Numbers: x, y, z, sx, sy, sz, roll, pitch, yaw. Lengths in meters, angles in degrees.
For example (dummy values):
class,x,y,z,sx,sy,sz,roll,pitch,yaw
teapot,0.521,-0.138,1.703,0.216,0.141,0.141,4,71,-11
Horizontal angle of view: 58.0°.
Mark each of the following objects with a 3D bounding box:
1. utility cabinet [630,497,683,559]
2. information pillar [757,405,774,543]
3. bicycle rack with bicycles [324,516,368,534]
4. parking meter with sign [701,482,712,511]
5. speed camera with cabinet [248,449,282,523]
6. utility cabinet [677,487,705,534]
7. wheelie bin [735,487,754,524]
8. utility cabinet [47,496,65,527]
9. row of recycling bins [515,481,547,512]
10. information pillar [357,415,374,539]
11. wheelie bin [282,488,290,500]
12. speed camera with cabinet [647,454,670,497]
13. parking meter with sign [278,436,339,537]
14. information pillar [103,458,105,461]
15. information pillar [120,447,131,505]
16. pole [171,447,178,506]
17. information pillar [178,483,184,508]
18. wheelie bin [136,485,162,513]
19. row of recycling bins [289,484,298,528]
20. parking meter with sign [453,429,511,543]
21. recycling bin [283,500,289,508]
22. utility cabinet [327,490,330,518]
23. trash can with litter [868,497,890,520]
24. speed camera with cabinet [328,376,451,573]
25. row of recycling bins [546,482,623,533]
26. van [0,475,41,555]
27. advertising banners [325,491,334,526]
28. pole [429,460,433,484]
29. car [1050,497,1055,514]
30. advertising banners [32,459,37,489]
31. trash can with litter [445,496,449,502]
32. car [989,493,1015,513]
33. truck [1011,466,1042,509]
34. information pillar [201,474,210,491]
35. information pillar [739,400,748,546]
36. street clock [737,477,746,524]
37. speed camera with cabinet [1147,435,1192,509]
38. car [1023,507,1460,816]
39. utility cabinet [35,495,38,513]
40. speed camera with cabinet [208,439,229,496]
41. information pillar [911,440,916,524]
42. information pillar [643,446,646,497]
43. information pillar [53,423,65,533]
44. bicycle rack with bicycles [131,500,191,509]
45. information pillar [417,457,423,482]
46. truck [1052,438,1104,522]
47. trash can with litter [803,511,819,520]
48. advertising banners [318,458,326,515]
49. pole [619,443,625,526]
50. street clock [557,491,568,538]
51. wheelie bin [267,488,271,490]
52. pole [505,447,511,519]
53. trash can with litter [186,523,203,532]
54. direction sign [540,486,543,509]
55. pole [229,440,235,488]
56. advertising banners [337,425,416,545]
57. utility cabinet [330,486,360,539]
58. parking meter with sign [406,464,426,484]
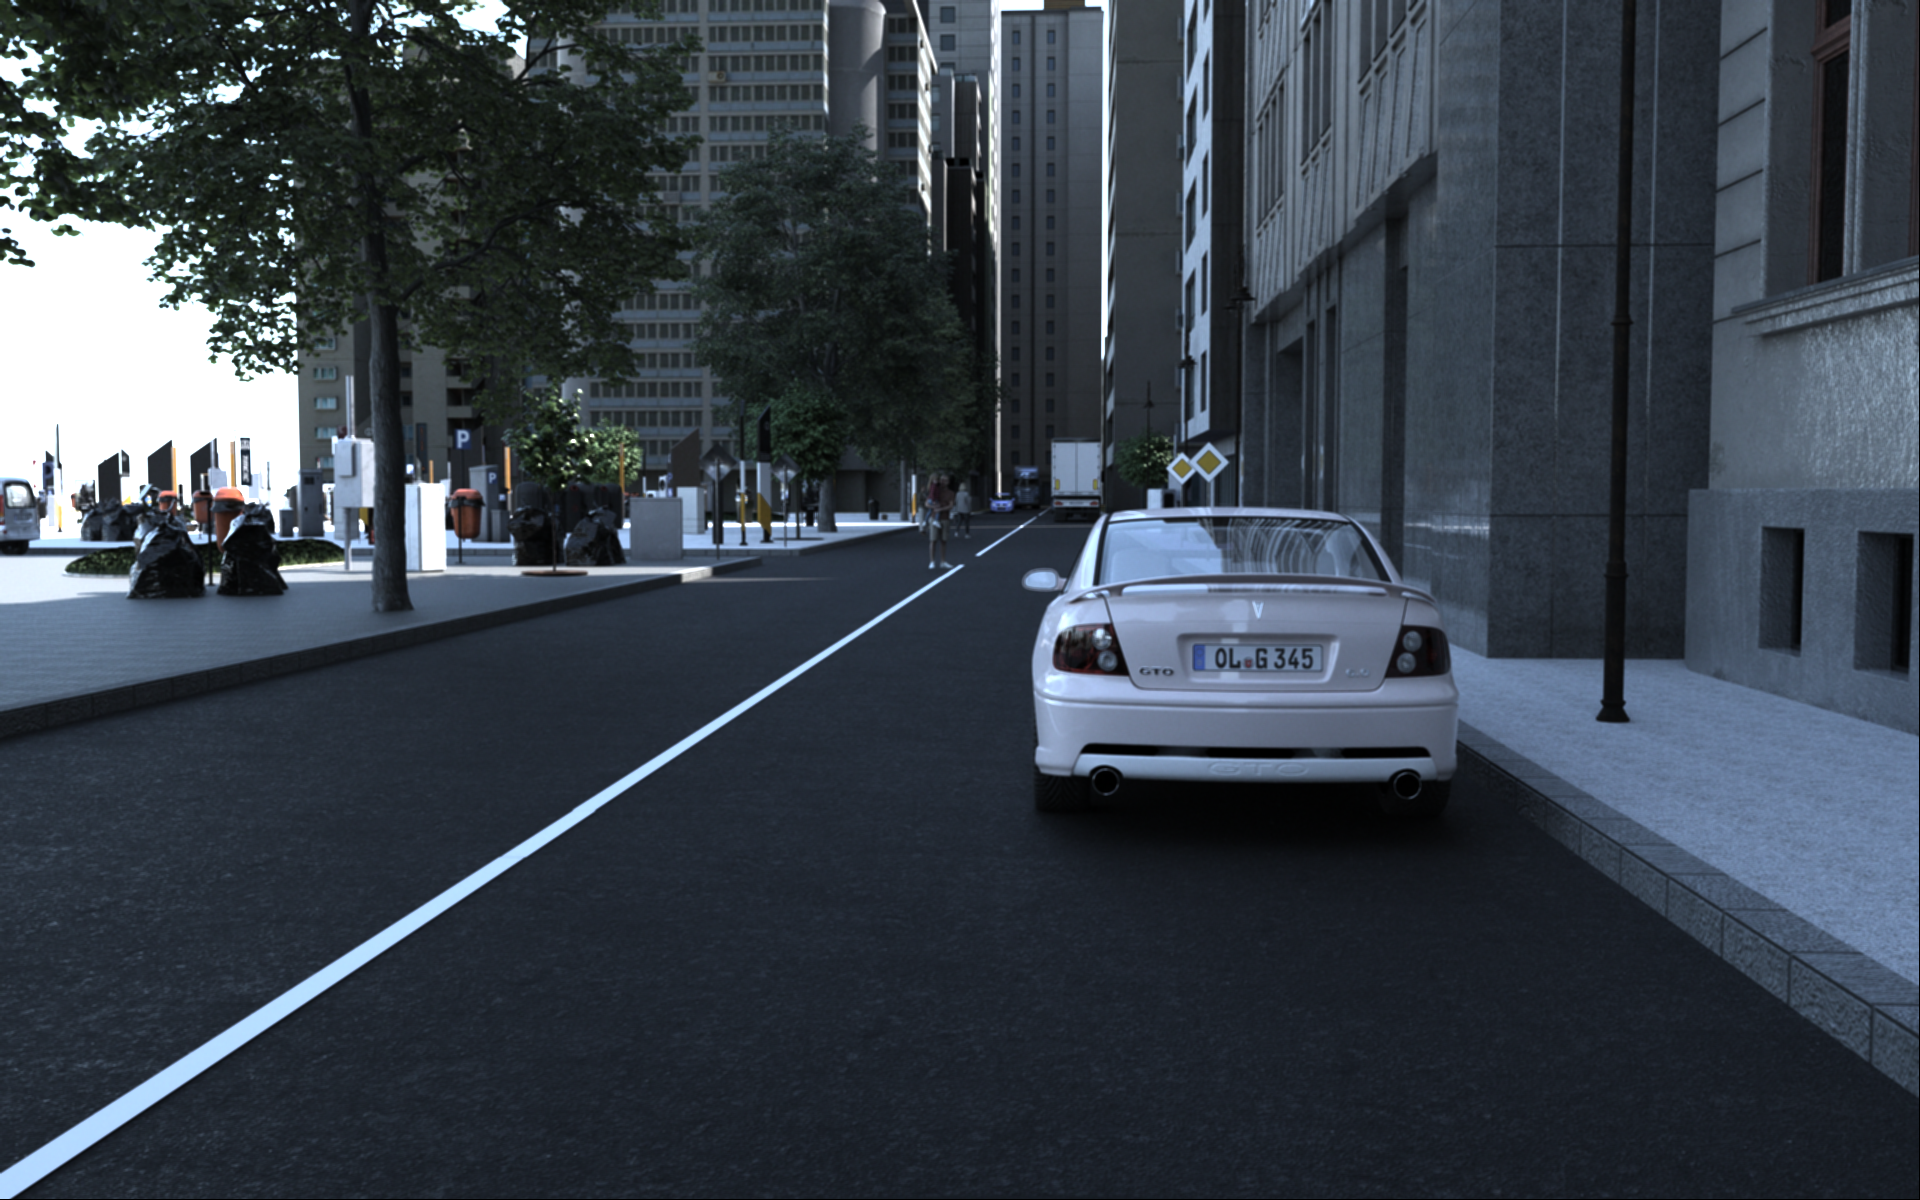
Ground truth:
class,x,y,z,sx,sy,sz,roll,pitch,yaw
utility cabinet,-6.000,-1.411,34.224,1.020,1.237,0.306,-1,4,-9
information pillar,-5.128,-3.306,45.407,0.183,3.616,0.504,2,4,32
bicycle rack with bicycles,-20.089,-2.606,55.991,2.852,0.926,2.925,0,4,-8
parking meter with sign,-16.296,-7.042,111.397,1.738,3.016,0.543,-1,4,-9
speed camera with cabinet,-30.479,-4.990,75.921,0.660,3.252,2.038,0,4,5
utility cabinet,-8.625,-2.870,55.596,0.318,1.500,1.173,-3,5,-41
wheelie bin,-9.372,-4.132,75.465,0.693,1.594,0.980,-2,4,-30
utility cabinet,-35.098,-3.431,67.266,0.306,1.237,1.020,0,4,-7
row of recycling bins,-16.003,-3.683,67.329,1.069,1.692,3.534,-3,4,-38
information pillar,-17.093,-3.585,49.971,0.504,3.616,0.183,0,4,-5
wheelie bin,-36.318,-5.274,94.138,0.980,1.594,0.693,-2,4,-26
speed camera with cabinet,-14.884,-5.615,86.149,0.660,3.252,2.038,-3,4,-37
parking meter with sign,-19.463,-3.397,51.799,1.738,3.016,0.543,-3,4,-36
information pillar,-55.223,-7.380,112.014,0.504,3.616,0.183,3,5,41
information pillar,-41.895,-5.849,86.985,0.183,3.616,0.504,2,4,31
pole,-33.793,-4.937,74.561,0.158,3.312,0.155,0,3,0
information pillar,-53.663,-7.025,119.342,0.304,2.012,0.304,-1,4,-12
wheelie bin,-26.781,-3.019,57.264,0.693,1.594,0.980,-3,5,-40
row of recycling bins,-25.595,-3.701,67.625,1.069,1.692,3.534,-1,4,-18
parking meter with sign,-12.658,-3.044,46.023,1.738,3.016,0.543,2,4,34
recycling bin,-30.345,-4.056,78.866,0.722,1.027,0.722,0,4,-6
utility cabinet,-33.177,-5.101,92.079,1.173,1.500,0.318,3,4,38
trash can with litter,-4.001,-4.533,85.496,1.055,1.170,0.624,0,4,-1
speed camera with cabinet,-9.515,-2.112,28.870,2.038,3.252,0.660,2,4,30
row of recycling bins,-13.352,-3.384,62.440,1.069,1.692,3.534,1,4,20
van,-23.135,-1.966,39.161,4.112,2.044,2.013,0,4,2
advertising banners,-25.002,-4.547,70.527,0.090,3.025,2.074,1,4,19
pole,-31.998,-6.789,104.840,0.158,3.312,0.155,0,3,0
car,7.627,-7.106,128.192,2.014,1.417,4.499,0,4,3
advertising banners,-46.607,-5.532,86.641,0.090,3.025,2.074,0,4,-4
trash can with litter,-20.022,-3.404,66.718,1.678,1.210,2.233,0,4,-3
car,3.180,-7.328,129.397,1.945,1.707,3.694,0,4,4
truck,6.696,-11.126,171.665,2.967,4.110,18.799,0,4,3
information pillar,-27.665,-3.616,63.615,0.304,2.012,0.304,-2,4,-35
information pillar,-5.399,-3.163,43.063,0.183,3.616,0.504,0,4,-3
street clock,-9.346,-4.252,74.089,0.358,2.002,0.471,-1,4,-23
speed camera with cabinet,6.964,-3.858,57.407,0.660,3.252,2.038,3,4,36
car,1.350,0.197,9.141,2.083,1.381,4.827,0,4,4
utility cabinet,-56.923,-5.799,105.973,1.020,1.237,0.306,-3,5,-41
speed camera with cabinet,-26.319,-4.117,61.651,0.660,3.252,2.038,-2,4,-27
information pillar,-1.983,-5.089,74.564,0.183,3.616,0.504,-1,4,-11
information pillar,-15.225,-5.645,83.650,0.183,3.616,0.504,0,4,-4
information pillar,-29.781,-4.025,57.161,0.183,3.616,0.504,-3,5,-41
bicycle rack with bicycles,-47.563,-5.407,101.786,2.925,0.926,2.852,1,4,15
information pillar,-34.042,-7.206,109.179,0.504,3.616,0.183,3,5,40
truck,6.258,-6.305,92.002,2.839,4.237,11.283,0,4,5
trash can with litter,-7.521,-4.709,88.051,1.678,1.210,2.233,2,4,34
advertising banners,-31.059,-5.390,84.318,0.090,3.025,2.074,-1,4,-10
pole,-13.468,-4.595,68.976,0.158,3.312,0.155,0,3,0
street clock,-11.501,-2.780,50.018,0.358,2.002,0.471,1,4,10
wheelie bin,-34.670,-4.818,86.683,0.693,1.594,0.980,1,4,12
pole,-19.491,-4.941,74.634,0.158,3.312,0.155,0,3,0
trash can with litter,-25.755,-2.888,58.603,1.055,1.170,0.624,-3,5,-40
direction sign,-10.455,-3.134,43.235,0.379,3.537,0.876,0,4,-8
pole,-27.687,-4.408,65.919,0.158,3.312,0.155,0,3,0
advertising banners,-14.698,-2.907,43.724,2.074,3.025,0.090,0,4,6
utility cabinet,-17.230,-2.446,48.677,0.318,1.500,1.173,0,4,2
parking meter with sign,-32.057,-6.520,102.855,0.543,3.016,1.738,1,4,22
